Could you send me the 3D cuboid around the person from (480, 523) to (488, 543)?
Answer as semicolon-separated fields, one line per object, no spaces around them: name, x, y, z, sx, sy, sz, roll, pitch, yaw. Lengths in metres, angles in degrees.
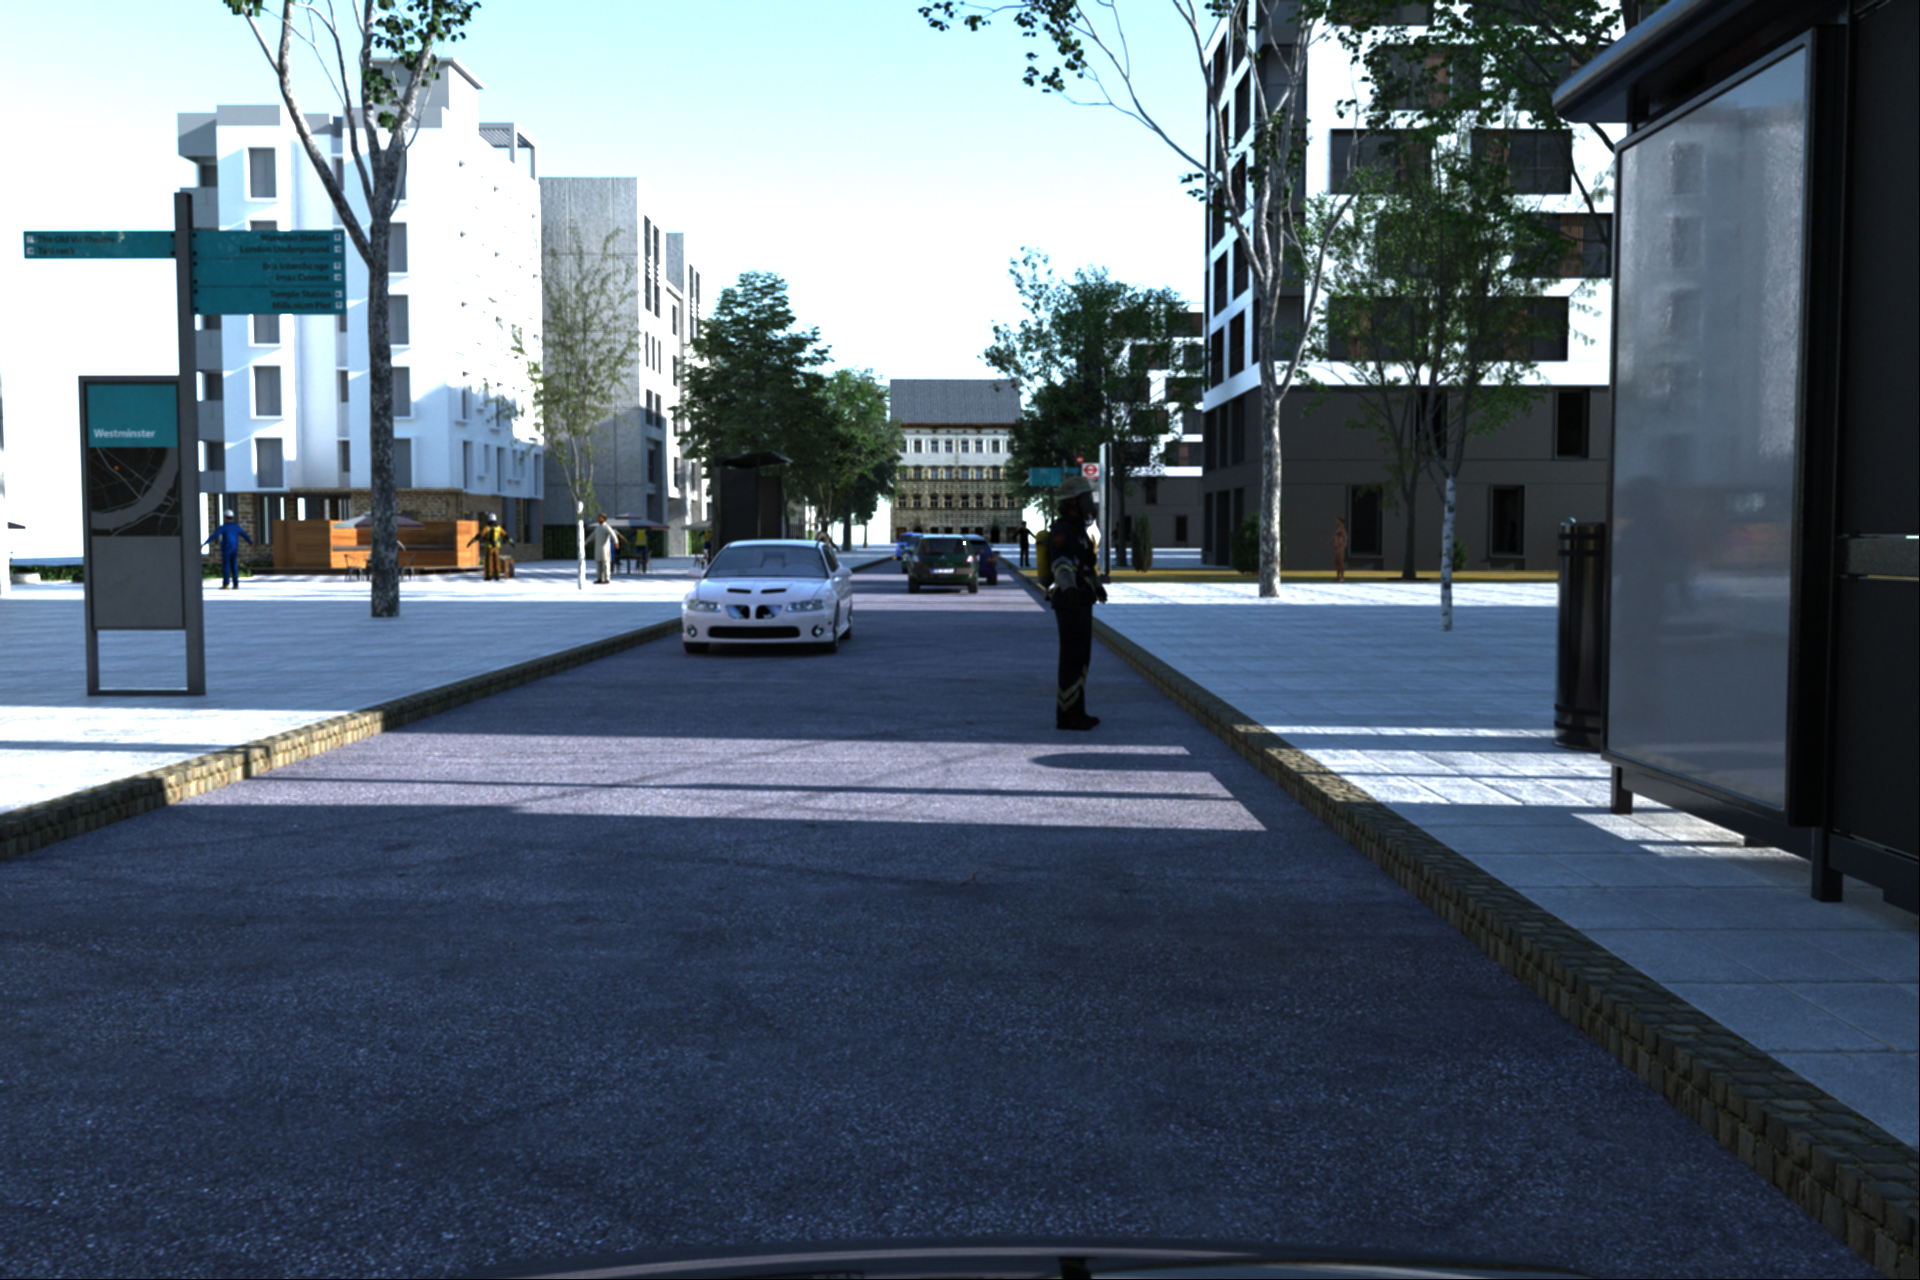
person;-18.729;-3.785;68.614;0.721;1.740;1.216;-2;4;-35

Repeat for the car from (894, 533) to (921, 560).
car;-2.660;-5.302;96.272;1.945;1.707;3.694;0;4;0

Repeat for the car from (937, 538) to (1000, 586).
car;0.180;-2.259;49.522;1.945;1.354;3.894;0;3;0

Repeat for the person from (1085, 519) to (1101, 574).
person;2.925;-2.034;40.026;0.721;1.736;1.217;2;4;34

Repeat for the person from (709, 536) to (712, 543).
person;-10.005;-4.074;72.883;1.348;1.796;0.705;2;4;24

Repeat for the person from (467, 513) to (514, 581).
person;-12.866;-2.558;47.589;1.354;1.858;0.705;-3;4;-36

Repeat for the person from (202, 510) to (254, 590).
person;-16.898;-2.088;40.023;0.705;1.842;1.347;3;4;36

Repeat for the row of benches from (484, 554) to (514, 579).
row of benches;-13.517;-2.162;50.814;1.422;0.672;4.104;-1;4;-11

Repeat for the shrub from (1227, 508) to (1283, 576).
shrub;9.089;-3.013;53.300;1.661;2.075;1.752;0;3;0

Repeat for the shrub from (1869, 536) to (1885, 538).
shrub;29.051;-3.157;56.036;1.690;2.028;1.600;0;3;0

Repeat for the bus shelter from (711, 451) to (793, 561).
bus shelter;-6.181;-3.725;52.189;1.731;3.624;6.357;0;4;0

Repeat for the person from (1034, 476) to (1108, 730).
person;0.873;-0.278;12.784;0.705;1.856;1.354;1;4;13

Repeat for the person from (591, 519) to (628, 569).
person;-12.834;-3.518;63.368;1.347;1.847;0.705;0;4;-5

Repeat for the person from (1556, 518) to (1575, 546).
person;20.176;-3.132;57.336;0.704;1.817;1.347;-1;4;-10

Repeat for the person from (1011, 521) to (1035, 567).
person;2.538;-3.762;67.699;1.347;1.806;0.705;-2;4;-28

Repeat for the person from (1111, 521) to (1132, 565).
person;6.697;-4.055;72.439;1.345;1.843;0.704;0;4;7

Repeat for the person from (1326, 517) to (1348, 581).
person;10.251;-2.465;47.111;0.721;1.733;1.217;-1;4;-12

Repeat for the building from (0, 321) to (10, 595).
building;-28.517;-9.412;20.341;16.747;18.905;31.486;0;4;0

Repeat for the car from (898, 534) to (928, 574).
car;-1.181;-3.189;63.942;2.131;1.459;4.920;0;4;0

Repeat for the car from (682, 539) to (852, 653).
car;-2.401;-0.611;22.353;2.083;1.381;4.827;0;4;0

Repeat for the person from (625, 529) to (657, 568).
person;-12.061;-3.612;65.522;1.216;1.772;0.721;-1;4;-13

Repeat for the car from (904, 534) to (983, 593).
car;-0.411;-2.046;43.234;2.009;1.686;4.222;0;4;0

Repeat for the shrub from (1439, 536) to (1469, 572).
shrub;16.691;-2.899;58.514;1.383;1.207;1.383;0;3;0

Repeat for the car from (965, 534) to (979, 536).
car;0.492;-5.431;100.796;2.014;1.417;4.499;0;4;0

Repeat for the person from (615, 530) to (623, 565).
person;-14.284;-4.068;72.447;0.705;1.837;1.347;-1;4;-18

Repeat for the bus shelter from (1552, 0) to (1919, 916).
bus shelter;3.792;-1.758;6.372;2.179;5.291;8.768;0;3;0

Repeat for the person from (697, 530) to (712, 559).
person;-12.114;-4.727;83.261;1.349;1.833;0.705;-3;5;-42

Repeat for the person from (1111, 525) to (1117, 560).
person;7.721;-4.831;85.127;0.704;1.812;1.346;1;4;21

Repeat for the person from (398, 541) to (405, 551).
person;-16.430;-2.481;49.831;0.991;1.433;0.599;-3;5;-39

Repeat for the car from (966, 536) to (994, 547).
car;0.342;-3.576;70.828;2.083;1.381;4.827;0;4;1

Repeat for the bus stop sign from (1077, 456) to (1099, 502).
bus stop sign;4.337;-4.328;59.468;0.855;3.939;0.416;0;4;0

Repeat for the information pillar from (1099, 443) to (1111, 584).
information pillar;3.791;-3.301;45.289;0.184;3.620;1.656;0;4;0

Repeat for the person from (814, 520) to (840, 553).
person;-3.771;-2.437;48.430;0.705;1.813;1.348;2;4;26

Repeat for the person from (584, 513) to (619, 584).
person;-9.223;-2.354;44.579;1.344;1.819;0.704;2;4;35
